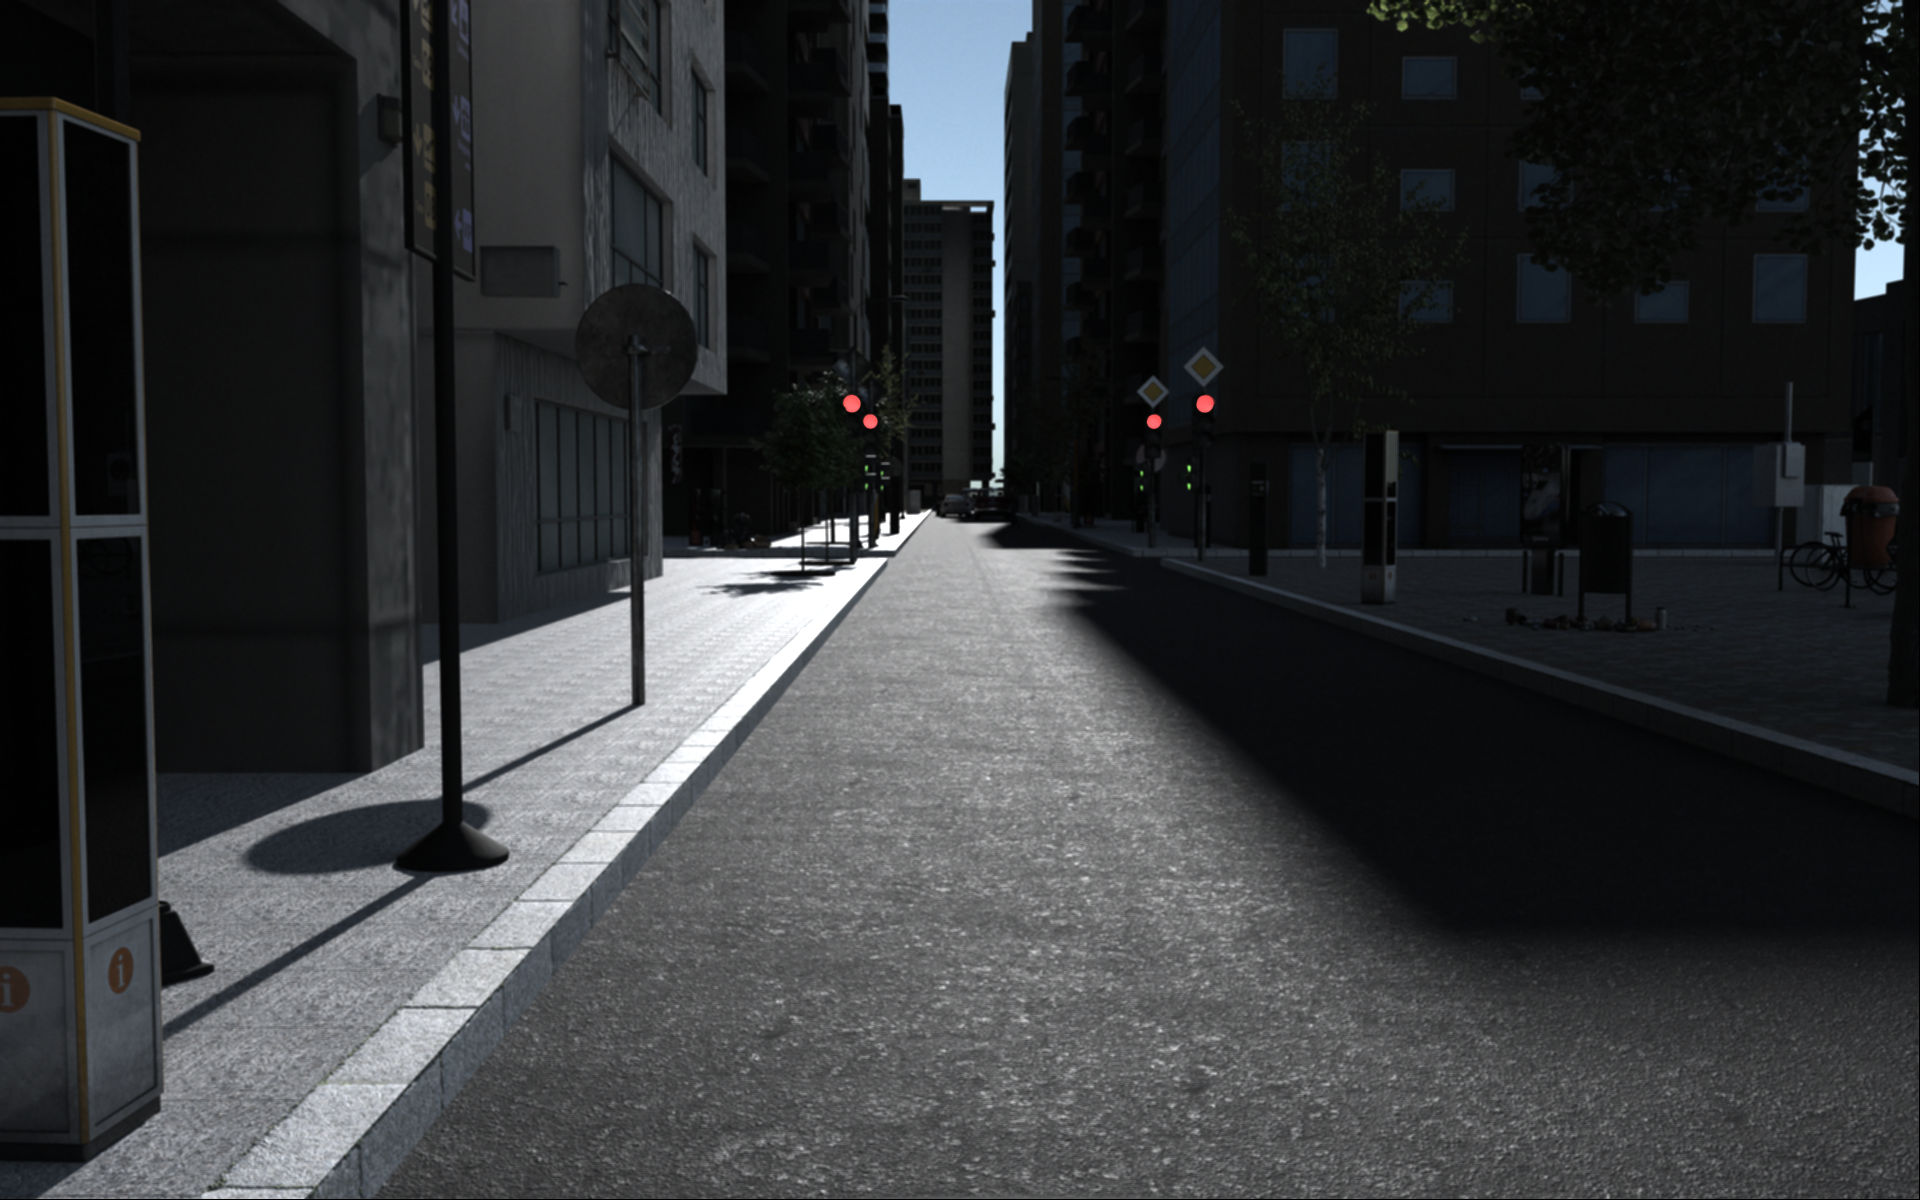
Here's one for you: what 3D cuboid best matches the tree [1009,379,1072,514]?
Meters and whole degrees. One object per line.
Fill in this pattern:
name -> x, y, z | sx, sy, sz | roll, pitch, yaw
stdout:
tree -> 5.285, -9.853, 111.460 | 4.360, 8.622, 3.978 | 0, 3, 0

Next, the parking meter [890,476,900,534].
parking meter -> -2.110, -3.070, 55.902 | 0.255, 1.863, 0.399 | -1, 4, -14

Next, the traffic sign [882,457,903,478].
traffic sign -> -2.347, -3.639, 59.601 | 0.768, 2.556, 0.104 | 0, 4, 0

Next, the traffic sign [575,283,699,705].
traffic sign -> -1.964, -0.636, 10.501 | 0.768, 2.556, 0.104 | 0, 4, 7

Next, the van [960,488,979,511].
van -> 0.730, -7.197, 124.683 | 2.013, 2.044, 4.112 | 0, 4, -2

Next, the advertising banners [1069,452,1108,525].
advertising banners -> 5.365, -4.644, 72.118 | 2.074, 3.025, 0.090 | 3, 5, 44

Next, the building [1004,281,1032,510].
building -> 18.294, -18.967, 155.148 | 27.650, 21.520, 28.899 | 0, 4, 0

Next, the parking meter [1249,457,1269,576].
parking meter -> 4.697, -1.315, 27.213 | 0.255, 1.863, 0.399 | 1, 4, 17

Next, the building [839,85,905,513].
building -> -11.162, -21.481, 122.908 | 14.160, 30.474, 14.107 | 0, 4, 0

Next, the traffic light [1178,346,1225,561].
traffic light -> 4.596, -2.694, 32.966 | 0.839, 4.253, 0.868 | 0, 4, 0

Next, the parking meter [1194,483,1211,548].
parking meter -> 5.754, -1.999, 41.092 | 0.372, 1.533, 0.369 | 0, 3, 0

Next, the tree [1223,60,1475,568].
tree -> 6.352, -4.858, 29.785 | 4.737, 8.622, 4.395 | 0, 3, 0

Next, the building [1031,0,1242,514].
building -> 12.746, -29.506, 132.537 | 14.600, 45.320, 14.200 | 0, 4, 0

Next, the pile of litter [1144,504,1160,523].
pile of litter -> 8.791, -3.924, 78.127 | 1.719, 0.858, 1.176 | 2, 4, 35

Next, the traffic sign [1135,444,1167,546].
traffic sign -> 4.655, -2.583, 42.340 | 0.768, 2.556, 0.104 | 0, 4, 1

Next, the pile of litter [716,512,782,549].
pile of litter -> -4.972, -1.641, 40.802 | 1.719, 0.858, 1.176 | -2, 4, -24

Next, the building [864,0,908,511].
building -> -15.473, -50.834, 143.814 | 22.319, 86.520, 31.000 | 0, 4, 0

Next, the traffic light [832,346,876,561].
traffic light -> -2.015, -2.690, 32.896 | 0.839, 4.253, 0.868 | 0, 4, 0

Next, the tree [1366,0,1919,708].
tree -> 5.460, -5.635, 10.258 | 7.486, 12.596, 7.792 | 0, 3, 0

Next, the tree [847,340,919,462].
tree -> -4.029, -8.145, 83.531 | 4.360, 8.622, 3.978 | 0, 3, 0

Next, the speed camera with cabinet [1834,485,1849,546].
speed camera with cabinet -> 22.431, -2.908, 41.878 | 2.038, 3.252, 0.660 | 0, 4, 4

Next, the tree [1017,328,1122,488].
tree -> 4.902, -7.691, 76.113 | 4.737, 8.622, 4.395 | 0, 3, 0

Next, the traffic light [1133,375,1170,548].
traffic light -> 4.532, -3.182, 40.950 | 0.839, 4.253, 0.868 | 0, 4, 0

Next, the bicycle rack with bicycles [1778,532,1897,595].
bicycle rack with bicycles -> 12.131, -0.575, 22.789 | 2.852, 0.926, 2.925 | -2, 4, -25

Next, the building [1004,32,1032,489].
building -> 15.590, -33.994, 179.505 | 21.300, 48.544, 21.600 | 0, 4, 0

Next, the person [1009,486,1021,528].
person -> 2.283, -3.885, 72.445 | 0.534, 1.772, 0.576 | 0, 4, -4

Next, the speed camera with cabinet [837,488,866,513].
speed camera with cabinet -> -7.336, -7.450, 116.143 | 2.038, 3.252, 0.660 | 1, 4, 10

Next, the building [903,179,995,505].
building -> -7.674, -32.069, 216.210 | 23.993, 40.220, 32.217 | 0, 4, 0

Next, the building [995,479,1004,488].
building -> 18.799, -34.026, 210.941 | 28.867, 44.769, 22.147 | 0, 4, 0

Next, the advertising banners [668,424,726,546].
advertising banners -> -6.520, -2.851, 42.809 | 2.074, 3.025, 0.090 | 3, 5, 40

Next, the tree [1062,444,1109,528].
tree -> 4.798, -4.394, 66.451 | 1.663, 3.219, 1.824 | 0, 3, 0

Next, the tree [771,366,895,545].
tree -> -3.229, -3.727, 44.658 | 4.285, 4.588, 4.351 | 0, 3, 0

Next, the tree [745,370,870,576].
tree -> -2.444, -1.996, 27.229 | 1.663, 3.219, 1.824 | 0, 3, 0

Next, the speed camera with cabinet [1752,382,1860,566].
speed camera with cabinet -> 15.262, -2.255, 31.203 | 2.038, 3.252, 0.660 | -1, 4, -21

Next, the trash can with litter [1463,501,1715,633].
trash can with litter -> 5.978, -0.352, 16.816 | 1.678, 1.210, 2.233 | -3, 4, -37

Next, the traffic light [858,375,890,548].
traffic light -> -2.079, -3.178, 40.881 | 0.839, 4.253, 0.868 | 0, 4, 0

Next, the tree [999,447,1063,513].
tree -> 4.479, -8.573, 123.881 | 4.285, 4.588, 4.351 | 0, 3, 0
